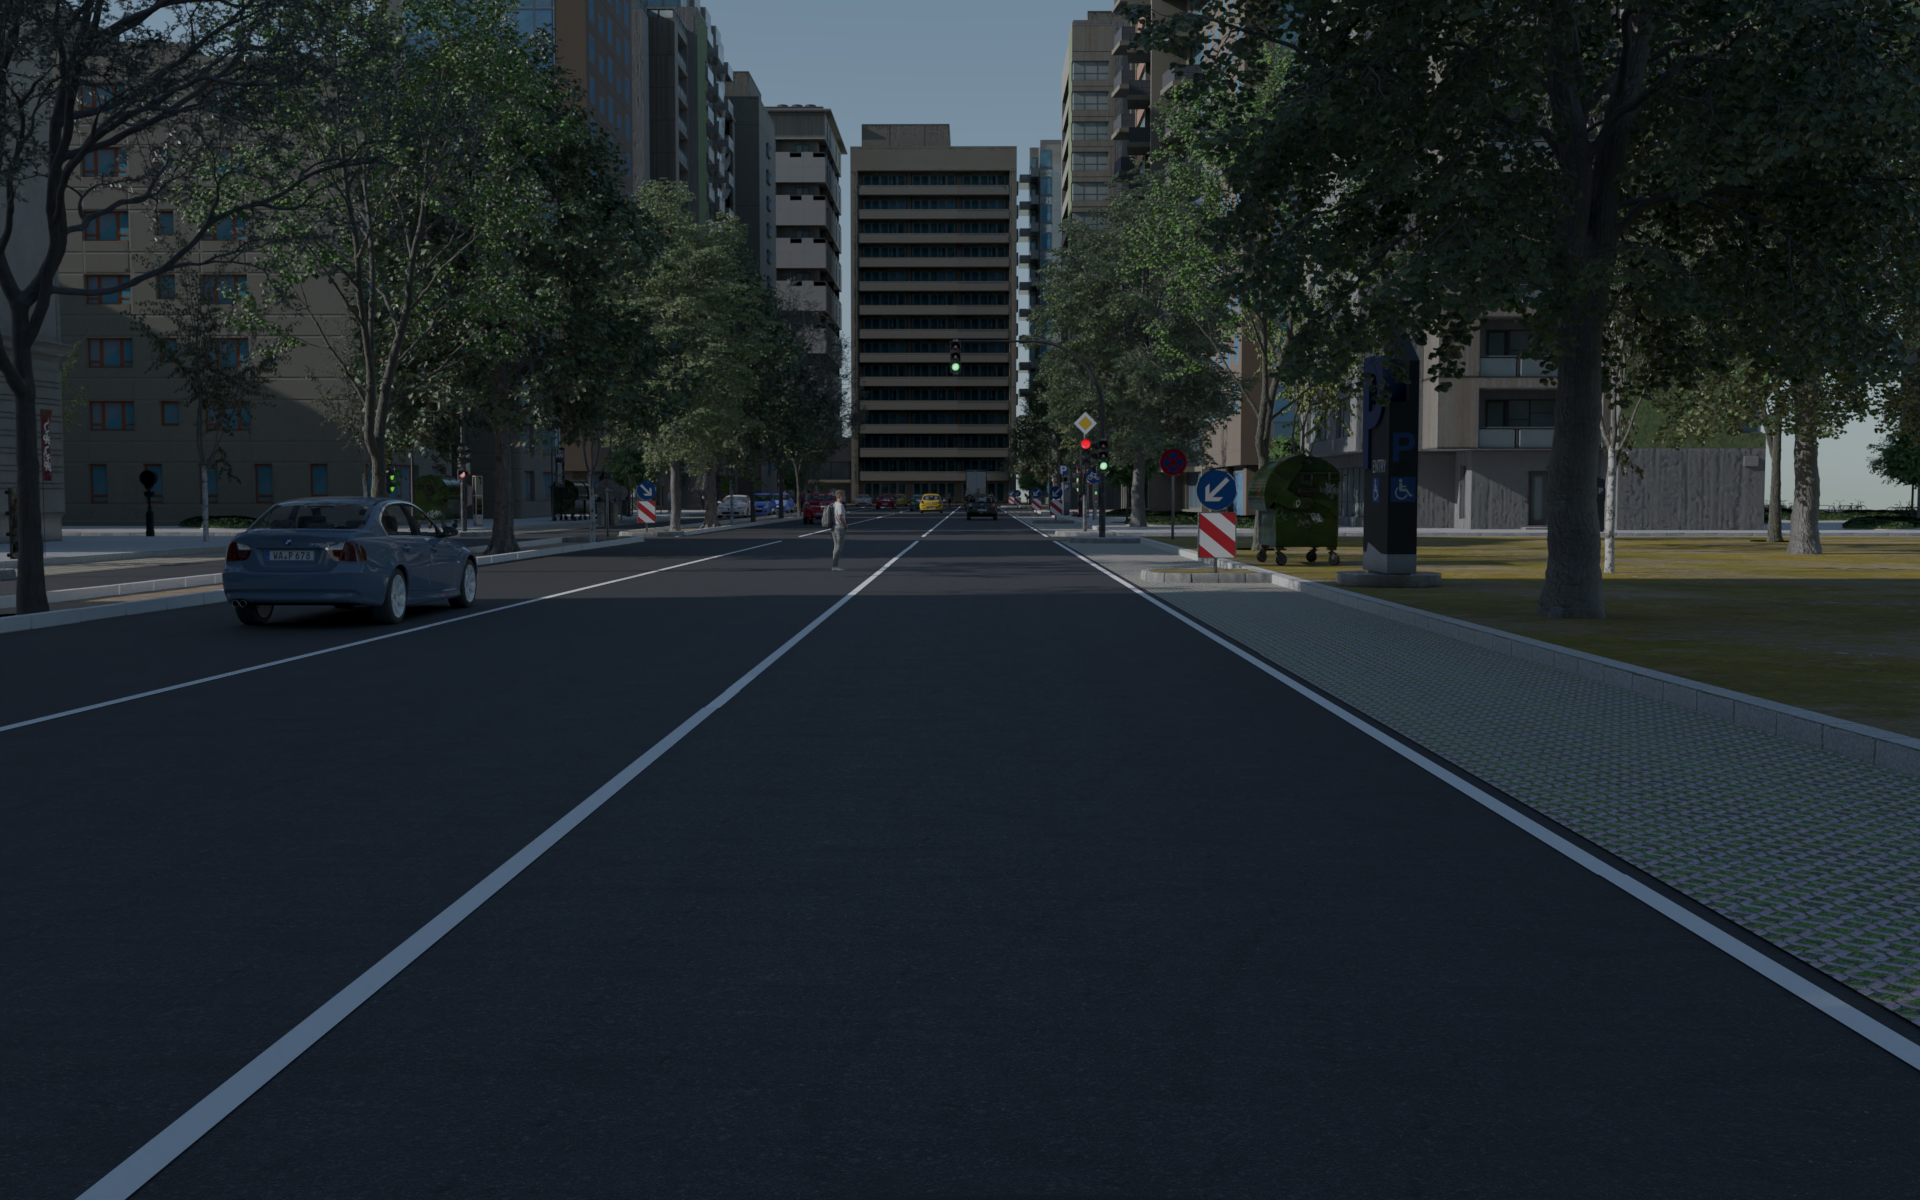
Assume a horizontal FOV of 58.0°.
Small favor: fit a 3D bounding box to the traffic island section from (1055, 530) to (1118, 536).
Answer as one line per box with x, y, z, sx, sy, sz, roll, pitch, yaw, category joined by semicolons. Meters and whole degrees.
4.296;-2.263;59.284;2.009;0.180;2.903;0;4;1;traffic island section

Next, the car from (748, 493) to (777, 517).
-12.768;-6.202;110.992;1.945;1.707;3.694;0;4;1;car

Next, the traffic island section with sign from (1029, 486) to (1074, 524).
4.532;-4.625;84.250;1.989;1.847;2.006;0;4;1;traffic island section with sign

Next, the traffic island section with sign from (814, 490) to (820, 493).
-15.541;-11.020;188.809;1.989;1.847;2.006;0;4;1;traffic island section with sign

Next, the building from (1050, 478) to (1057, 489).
26.388;-30.766;194.907;32.217;40.220;23.993;0;4;1;building

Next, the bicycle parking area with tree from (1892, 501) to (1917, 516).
51.240;-6.084;86.483;9.016;4.147;8.231;2;4;30;bicycle parking area with tree

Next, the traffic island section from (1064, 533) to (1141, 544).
4.223;-1.775;51.299;2.009;0.180;2.903;0;4;1;traffic island section

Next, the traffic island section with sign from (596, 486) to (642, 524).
-16.493;-4.615;84.082;1.989;1.847;2.006;0;4;1;traffic island section with sign

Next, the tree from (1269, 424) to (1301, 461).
15.844;-5.994;81.711;4.285;4.588;4.351;0;3;0;tree

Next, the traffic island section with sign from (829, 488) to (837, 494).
-9.895;-7.711;134.215;2.006;1.907;1.989;0;4;1;traffic island section with sign

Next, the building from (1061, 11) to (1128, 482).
21.198;-33.514;171.652;21.300;48.544;21.600;0;4;1;building

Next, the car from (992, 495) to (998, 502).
2.390;-8.910;158.043;2.083;1.381;4.827;0;4;2;car

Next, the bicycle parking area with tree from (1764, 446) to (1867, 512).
49.545;-7.228;105.180;9.016;4.147;8.231;-1;4;-18;bicycle parking area with tree

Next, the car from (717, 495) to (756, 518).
-13.591;-5.690;105.391;2.083;1.381;4.827;0;4;2;car

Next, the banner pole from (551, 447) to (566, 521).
-18.990;-5.600;81.581;0.863;3.779;0.401;-2;4;-34;banner pole

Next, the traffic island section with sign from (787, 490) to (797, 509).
-15.788;-9.367;161.785;1.989;1.847;2.006;0;4;1;traffic island section with sign

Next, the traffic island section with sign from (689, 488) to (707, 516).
-16.237;-6.264;111.036;1.989;1.847;2.006;0;4;1;traffic island section with sign

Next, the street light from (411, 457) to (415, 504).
-18.516;-5.364;60.236;1.470;5.913;1.316;0;4;1;street light

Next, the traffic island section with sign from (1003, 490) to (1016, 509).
5.234;-9.322;161.034;1.989;1.847;2.006;0;4;1;traffic island section with sign

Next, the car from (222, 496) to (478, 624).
-7.046;-0.511;20.355;2.014;1.417;4.499;0;4;0;car

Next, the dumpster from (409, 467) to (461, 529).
-19.046;-3.702;63.020;1.502;2.255;1.985;0;4;1;dumpster

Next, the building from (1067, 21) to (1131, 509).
16.534;-28.771;153.994;14.154;41.232;14.086;0;4;1;building

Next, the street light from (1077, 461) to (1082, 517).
6.090;-7.540;95.823;1.470;5.913;1.316;0;4;1;street light

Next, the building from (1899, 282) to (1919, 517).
47.953;-18.144;68.362;14.107;30.474;14.160;0;4;1;building

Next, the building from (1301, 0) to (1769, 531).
21.492;-23.435;66.750;14.086;41.232;14.154;0;4;1;building

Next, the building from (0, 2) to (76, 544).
-34.336;-12.579;41.825;21.152;22.565;11.583;0;4;1;building

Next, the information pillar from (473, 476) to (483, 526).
-19.267;-3.958;69.210;0.304;2.012;0.304;-3;4;-37;information pillar

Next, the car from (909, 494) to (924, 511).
-3.236;-8.089;144.059;2.131;1.459;4.920;0;3;0;car

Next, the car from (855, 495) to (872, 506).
-11.651;-12.048;209.341;2.083;1.381;4.827;0;4;0;car

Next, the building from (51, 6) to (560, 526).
-36.569;-14.564;83.157;27.650;21.520;28.899;0;4;1;building

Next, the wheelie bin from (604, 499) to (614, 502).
-19.150;-5.271;94.088;0.693;1.594;0.980;0;4;3;wheelie bin

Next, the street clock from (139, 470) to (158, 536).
-24.535;-2.927;52.423;0.471;2.002;0.358;0;3;0;street clock

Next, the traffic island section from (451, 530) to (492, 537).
-17.044;-2.275;59.483;2.009;0.180;2.903;0;4;1;traffic island section

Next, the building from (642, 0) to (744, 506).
-33.540;-33.274;163.634;23.786;49.044;30.456;0;4;1;building

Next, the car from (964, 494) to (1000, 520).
1.216;-5.281;96.124;2.009;1.686;4.222;0;4;1;car

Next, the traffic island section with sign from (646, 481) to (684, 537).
-10.572;-3.116;59.080;2.006;1.907;1.989;0;4;1;traffic island section with sign

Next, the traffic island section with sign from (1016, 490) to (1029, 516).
4.771;-6.274;111.204;1.989;1.847;2.006;0;4;1;traffic island section with sign

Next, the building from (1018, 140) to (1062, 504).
23.055;-37.439;231.734;30.456;49.044;23.786;0;4;1;building

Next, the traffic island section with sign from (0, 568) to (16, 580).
-16.998;-1.238;28.867;1.989;1.847;2.006;0;4;1;traffic island section with sign

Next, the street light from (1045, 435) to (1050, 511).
6.329;-9.832;133.302;1.470;5.913;1.316;0;4;1;street light

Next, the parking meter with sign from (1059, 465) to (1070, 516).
6.336;-6.607;104.283;0.543;3.016;1.738;0;4;-5;parking meter with sign

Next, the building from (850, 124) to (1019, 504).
-3.240;-37.078;229.926;21.600;48.544;21.300;0;4;1;building

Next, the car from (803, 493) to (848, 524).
-6.524;-4.550;83.430;2.155;1.783;4.494;0;4;0;car

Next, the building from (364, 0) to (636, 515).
-29.392;-28.242;111.860;14.600;45.320;14.200;0;4;1;building

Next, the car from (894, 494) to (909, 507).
-6.887;-11.481;197.935;2.015;1.641;3.980;0;3;0;car

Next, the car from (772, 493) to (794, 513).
-13.578;-7.417;130.865;1.945;1.707;3.694;0;4;2;car

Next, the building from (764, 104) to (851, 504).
-27.746;-39.463;234.451;27.495;52.752;28.713;0;4;1;building

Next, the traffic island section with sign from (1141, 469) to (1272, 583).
4.028;-1.224;28.638;1.989;1.847;2.006;0;4;1;traffic island section with sign

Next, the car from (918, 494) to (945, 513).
-2.126;-7.299;129.570;2.015;1.641;3.980;0;3;0;car

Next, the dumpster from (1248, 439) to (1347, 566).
6.167;-1.786;31.699;1.502;2.255;1.985;0;4;1;dumpster

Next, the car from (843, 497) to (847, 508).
-12.766;-10.470;180.780;1.945;1.707;3.694;0;4;-1;car

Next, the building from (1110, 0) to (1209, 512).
21.915;-28.415;119.209;22.147;44.769;28.867;0;4;1;building

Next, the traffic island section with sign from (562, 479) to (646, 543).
-10.649;-2.663;51.673;2.006;1.907;1.989;0;4;1;traffic island section with sign

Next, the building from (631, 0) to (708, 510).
-28.532;-27.989;141.214;14.154;41.232;14.086;0;4;1;building

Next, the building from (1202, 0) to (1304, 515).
20.555;-26.888;89.725;14.600;45.320;14.200;0;4;1;building

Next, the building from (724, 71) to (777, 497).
-32.601;-35.022;196.315;21.600;48.544;21.300;0;4;1;building

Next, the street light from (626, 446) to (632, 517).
-18.176;-7.656;97.714;1.470;5.913;1.316;0;4;1;street light

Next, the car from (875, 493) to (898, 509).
-7.029;-9.517;164.636;2.155;1.783;4.494;0;4;1;car
